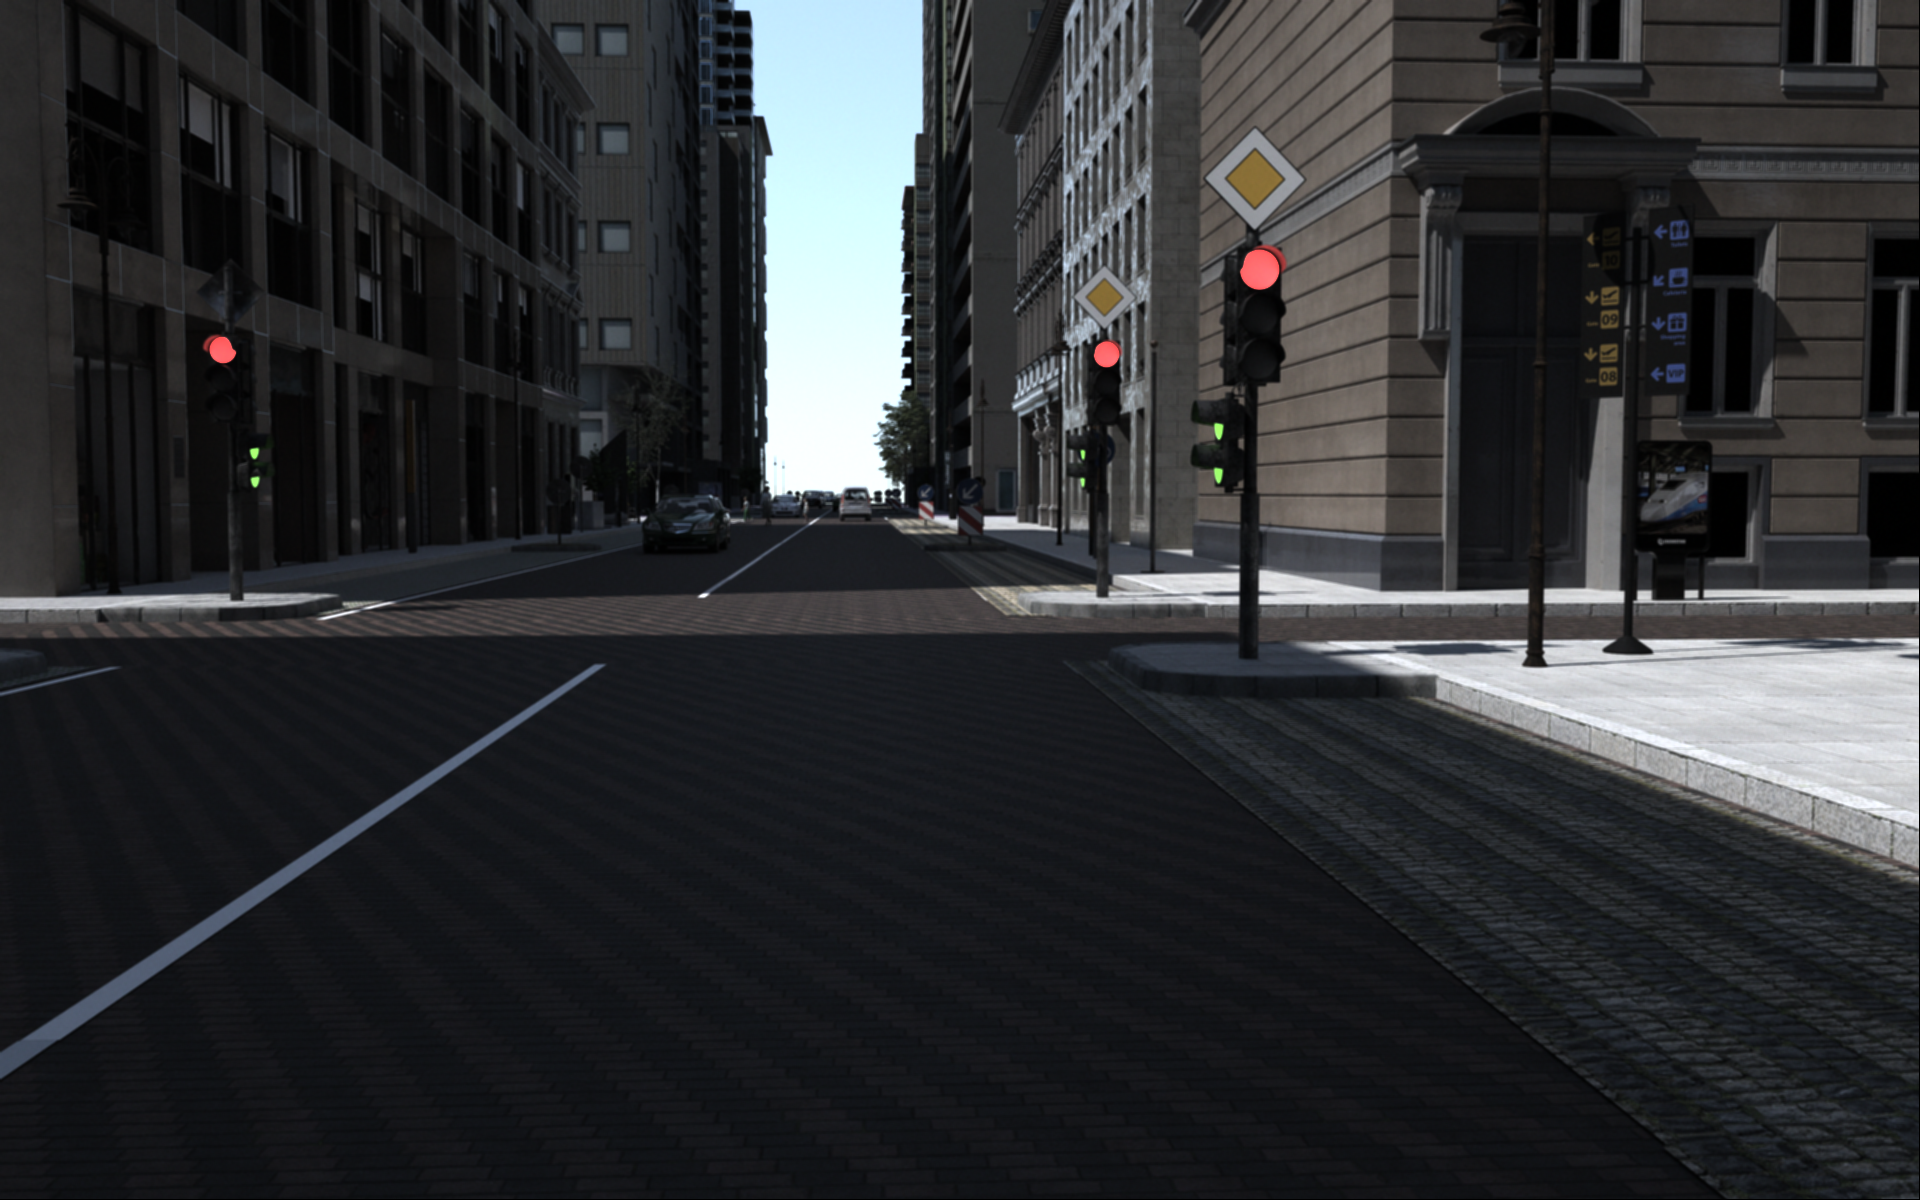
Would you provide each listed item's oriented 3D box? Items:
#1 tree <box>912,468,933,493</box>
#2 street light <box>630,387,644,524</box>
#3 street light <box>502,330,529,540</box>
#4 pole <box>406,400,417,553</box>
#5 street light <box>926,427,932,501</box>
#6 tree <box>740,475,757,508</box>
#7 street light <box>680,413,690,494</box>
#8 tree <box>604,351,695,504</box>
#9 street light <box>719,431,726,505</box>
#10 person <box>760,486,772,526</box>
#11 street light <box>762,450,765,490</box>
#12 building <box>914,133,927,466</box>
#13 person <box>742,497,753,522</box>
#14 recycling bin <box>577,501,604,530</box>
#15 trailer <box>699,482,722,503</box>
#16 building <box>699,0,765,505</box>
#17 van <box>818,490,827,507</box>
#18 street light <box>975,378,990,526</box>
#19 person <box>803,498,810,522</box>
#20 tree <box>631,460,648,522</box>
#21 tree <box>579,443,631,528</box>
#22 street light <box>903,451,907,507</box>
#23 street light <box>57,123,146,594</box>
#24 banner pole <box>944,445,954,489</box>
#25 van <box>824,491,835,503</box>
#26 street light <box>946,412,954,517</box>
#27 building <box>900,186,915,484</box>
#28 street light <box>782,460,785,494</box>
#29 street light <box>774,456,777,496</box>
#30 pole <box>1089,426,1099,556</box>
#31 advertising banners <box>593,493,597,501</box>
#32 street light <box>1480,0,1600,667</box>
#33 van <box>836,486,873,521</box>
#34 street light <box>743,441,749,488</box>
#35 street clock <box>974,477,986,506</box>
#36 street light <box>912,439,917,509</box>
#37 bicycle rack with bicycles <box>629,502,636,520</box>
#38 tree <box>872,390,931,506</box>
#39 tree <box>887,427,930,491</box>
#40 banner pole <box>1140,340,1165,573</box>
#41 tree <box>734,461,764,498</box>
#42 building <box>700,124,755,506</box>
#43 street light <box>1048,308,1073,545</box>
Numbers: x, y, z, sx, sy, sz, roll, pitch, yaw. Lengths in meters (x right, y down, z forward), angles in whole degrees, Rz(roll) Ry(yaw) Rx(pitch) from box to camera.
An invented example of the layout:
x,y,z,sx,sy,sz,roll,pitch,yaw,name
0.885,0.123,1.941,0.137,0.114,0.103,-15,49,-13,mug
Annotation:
x,y,z,sx,sy,sz,roll,pitch,yaw,name
-2.487,-8.133,127.569,1.663,3.219,1.824,0,3,0,tree
-13.940,-6.250,74.976,0.468,5.910,1.993,0,4,-3,street light
-12.494,-4.648,48.790,0.468,5.910,1.993,0,4,-3,street light
-11.905,-2.676,37.591,0.158,3.312,0.155,0,3,0,pole
-2.179,-8.996,119.865,0.468,5.910,1.993,0,4,-3,street light
-19.225,-10.116,159.999,1.663,3.219,1.824,0,3,0,tree
-15.473,-7.638,97.667,0.468,5.910,1.993,0,4,-3,street light
-15.600,-8.413,87.916,4.360,8.622,3.978,0,3,0,tree
-16.963,-9.222,123.561,0.468,5.910,1.993,0,4,-3,street light
-8.651,-4.224,77.794,0.478,1.798,0.641,2,4,32,person
-20.486,-12.723,180.804,0.468,5.910,1.993,0,4,-3,street light
1.722,-31.567,199.713,14.154,41.232,14.086,0,4,-3,building
-10.744,-4.575,87.548,0.590,1.304,0.306,1,4,14,person
-13.280,-3.039,62.237,0.722,1.027,0.722,1,4,21,recycling bin
-12.025,-4.664,83.304,1.471,1.999,3.904,0,4,-4,trailer
-34.534,-54.719,207.328,22.319,86.520,31.000,0,4,-3,building
-15.792,-11.339,192.407,2.013,2.044,4.112,0,4,-4,van
0.893,-5.895,69.171,0.468,5.910,1.993,0,4,-3,street light
-7.710,-4.522,87.442,0.382,1.210,0.505,-1,4,-22,person
-15.391,-5.279,80.917,1.663,3.219,1.824,0,3,0,tree
-13.790,-4.329,65.389,1.663,3.219,1.824,0,3,0,tree
-5.465,-12.218,172.546,0.468,5.910,1.993,0,4,-3,street light
-10.883,-3.017,22.111,0.468,5.910,1.993,0,4,-3,street light
-0.534,-6.012,88.305,0.401,3.779,0.863,3,5,39,banner pole
-17.472,-13.678,230.651,2.013,2.044,4.112,0,4,-4,van
-0.546,-7.483,95.132,0.468,5.910,1.993,0,4,-3,street light
2.951,-35.911,241.765,22.147,44.769,28.867,0,4,-3,building
-23.735,-15.909,232.907,0.468,5.910,1.993,0,4,-3,street light
-22.074,-14.326,207.024,0.468,5.910,1.993,0,4,-3,street light
2.802,-2.584,36.093,0.158,3.312,0.155,0,3,0,pole
-19.442,-5.858,91.968,0.090,3.025,2.074,0,4,-4,advertising banners
4.281,-2.442,12.718,0.468,5.910,1.993,0,4,-3,street light
-5.615,-5.237,92.641,2.013,2.044,4.112,0,4,-5,van
-18.558,-10.844,150.085,0.468,5.910,1.993,0,4,-3,street light
0.800,-4.098,71.566,0.471,2.002,0.358,2,4,26,street clock
-3.839,-10.597,146.052,0.468,5.910,1.993,0,4,-3,street light
-16.862,-4.310,83.850,2.852,0.926,2.925,-1,4,-18,bicycle rack with bicycles
-5.756,-16.546,188.652,7.486,12.596,7.792,0,3,0,tree
-5.247,-14.164,181.937,4.360,8.622,3.978,0,3,0,tree
3.165,-2.351,28.451,0.401,3.779,0.863,0,4,3,banner pole
-21.060,-11.525,172.153,4.285,4.588,4.351,0,3,0,tree
-29.626,-30.750,186.362,14.154,41.232,14.086,0,4,-3,building
2.495,-4.312,43.285,0.468,5.910,1.993,0,4,-3,street light
